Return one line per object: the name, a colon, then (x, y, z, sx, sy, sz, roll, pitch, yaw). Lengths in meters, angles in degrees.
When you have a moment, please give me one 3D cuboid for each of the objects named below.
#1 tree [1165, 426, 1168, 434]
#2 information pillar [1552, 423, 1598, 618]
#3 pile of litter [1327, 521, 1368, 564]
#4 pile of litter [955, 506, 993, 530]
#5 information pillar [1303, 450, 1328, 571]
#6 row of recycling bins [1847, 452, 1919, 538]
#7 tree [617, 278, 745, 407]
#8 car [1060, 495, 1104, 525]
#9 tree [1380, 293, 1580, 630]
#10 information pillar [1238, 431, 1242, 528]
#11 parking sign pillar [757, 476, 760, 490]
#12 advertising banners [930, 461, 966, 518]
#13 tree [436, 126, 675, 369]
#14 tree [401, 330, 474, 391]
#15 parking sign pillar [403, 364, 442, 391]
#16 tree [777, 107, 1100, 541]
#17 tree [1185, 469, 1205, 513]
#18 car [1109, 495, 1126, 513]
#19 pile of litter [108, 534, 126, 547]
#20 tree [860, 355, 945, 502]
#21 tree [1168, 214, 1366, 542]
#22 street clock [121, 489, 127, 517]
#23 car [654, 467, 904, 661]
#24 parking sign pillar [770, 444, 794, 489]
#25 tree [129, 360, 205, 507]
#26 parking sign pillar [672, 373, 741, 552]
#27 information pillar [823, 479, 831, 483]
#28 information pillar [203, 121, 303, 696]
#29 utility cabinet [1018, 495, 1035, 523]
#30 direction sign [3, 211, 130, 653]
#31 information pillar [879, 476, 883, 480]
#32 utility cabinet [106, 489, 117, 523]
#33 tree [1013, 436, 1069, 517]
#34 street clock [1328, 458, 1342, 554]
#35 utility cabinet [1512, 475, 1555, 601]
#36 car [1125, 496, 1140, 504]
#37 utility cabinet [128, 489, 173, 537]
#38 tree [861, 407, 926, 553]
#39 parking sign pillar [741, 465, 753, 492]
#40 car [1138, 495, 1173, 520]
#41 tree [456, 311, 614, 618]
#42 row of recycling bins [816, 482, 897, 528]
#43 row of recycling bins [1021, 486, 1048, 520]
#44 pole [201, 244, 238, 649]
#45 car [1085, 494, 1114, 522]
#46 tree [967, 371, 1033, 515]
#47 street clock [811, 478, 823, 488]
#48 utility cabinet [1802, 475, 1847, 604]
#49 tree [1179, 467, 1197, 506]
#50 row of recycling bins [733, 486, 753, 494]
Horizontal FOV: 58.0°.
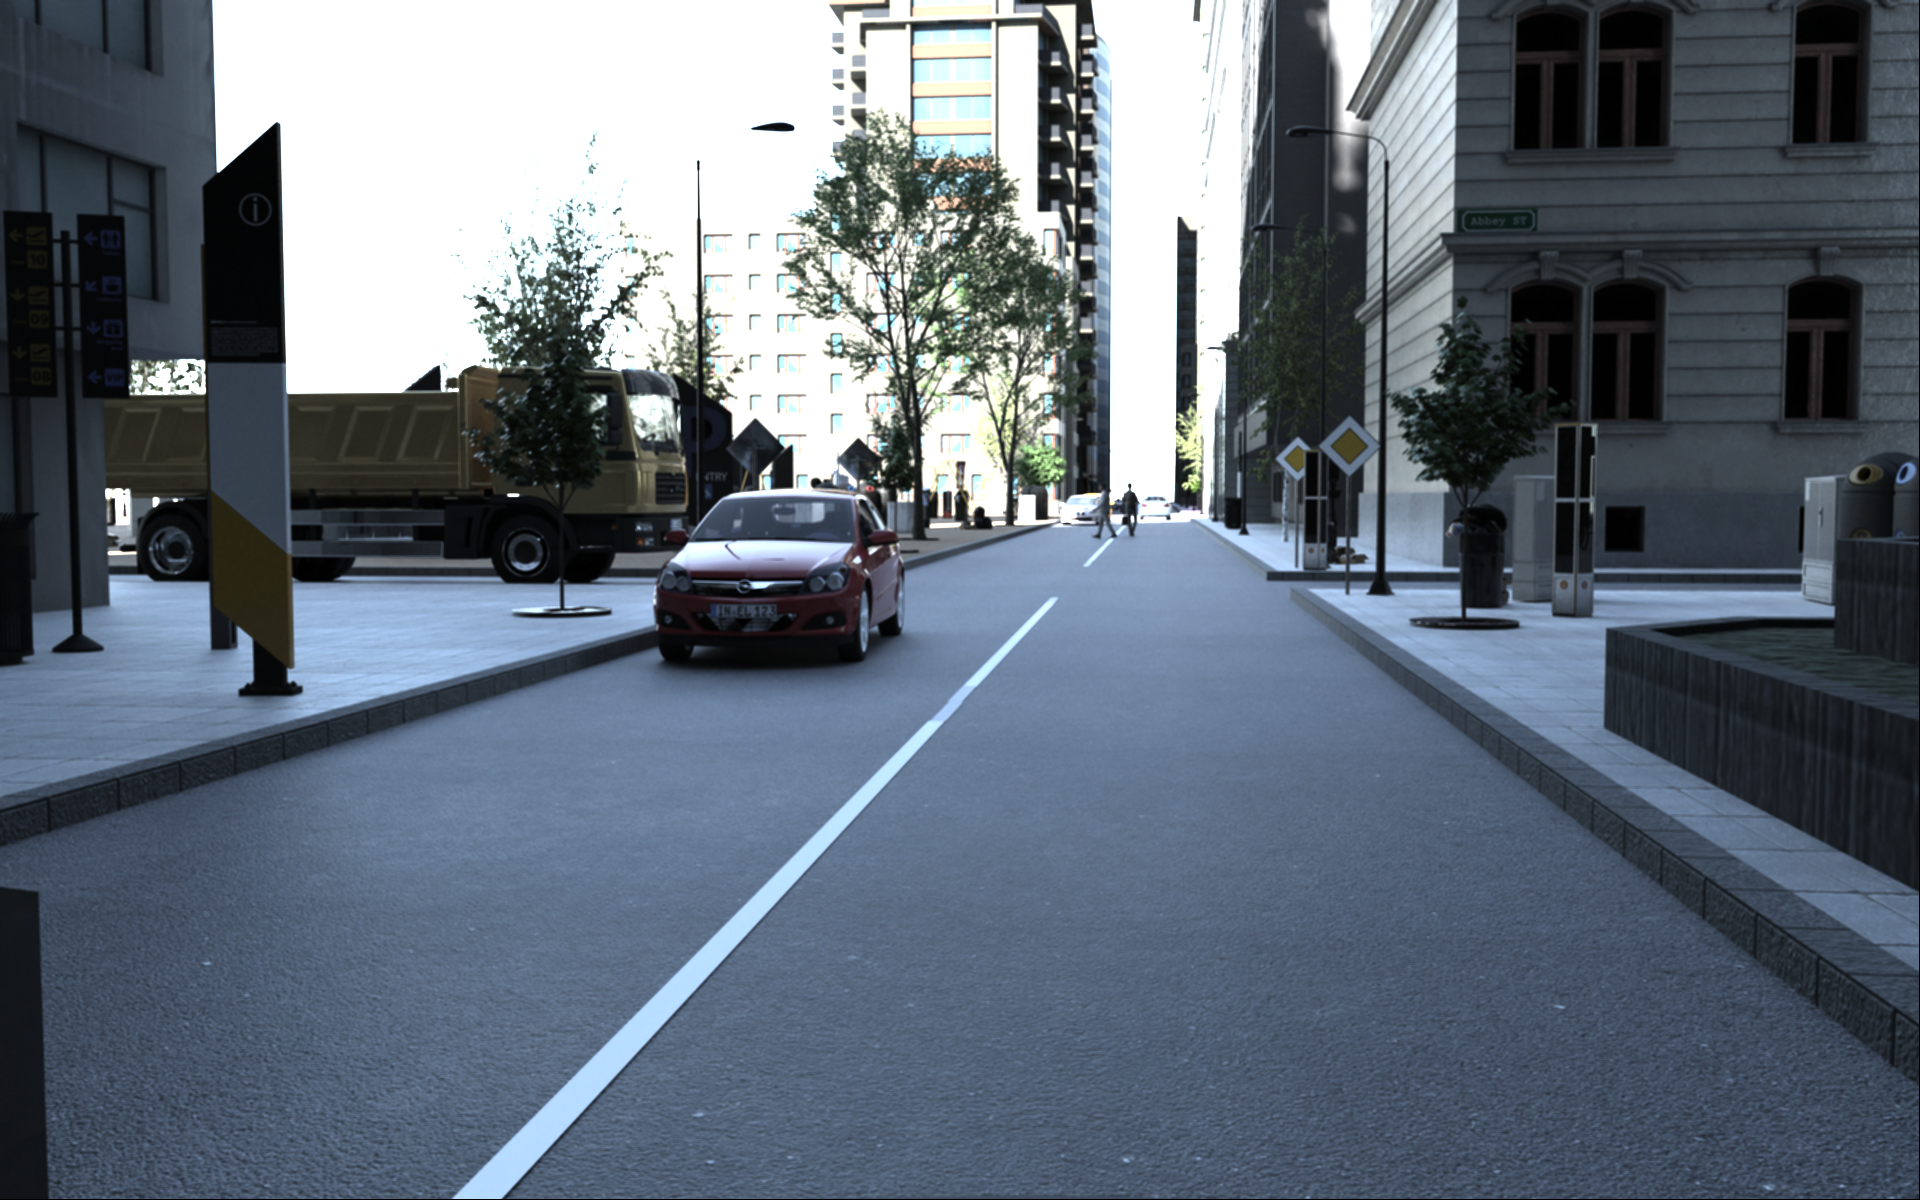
tree: (15.711, -9.887, 112.017, 4.737, 8.622, 4.395, 0, 3, 0)
information pillar: (6.418, -0.832, 18.092, 0.304, 2.012, 0.304, -2, 4, -33)
pile of litter: (7.073, -1.126, 32.369, 1.176, 0.858, 1.719, 2, 4, 32)
pile of litter: (0.493, -3.016, 63.284, 1.719, 0.858, 1.176, -2, 4, -33)
information pillar: (5.966, -1.502, 29.053, 0.304, 2.012, 0.304, 3, 4, 39)
row of recycling bins: (9.118, -0.533, 15.832, 1.069, 1.692, 3.534, 0, 4, 6)
tree: (-9.358, -6.674, 59.488, 4.737, 8.622, 4.395, 0, 3, 0)
car: (5.769, -4.203, 81.088, 2.083, 1.381, 4.827, 0, 4, 7)
tree: (4.843, -1.363, 16.893, 1.663, 3.219, 1.824, 0, 3, 0)
information pillar: (10.492, -4.505, 65.008, 0.183, 3.616, 0.504, 0, 4, 4)
parking sign pillar: (-12.068, -6.723, 98.395, 1.447, 3.967, 1.447, -1, 4, -17)
advertising banners: (-0.695, -5.852, 91.875, 2.074, 3.025, 0.090, 1, 4, 12)
tree: (-7.808, -5.116, 34.009, 4.360, 8.622, 3.978, 0, 3, 0)
tree: (-23.597, -7.815, 78.139, 4.737, 8.622, 4.395, 0, 3, 0)
parking sign pillar: (-11.295, -2.883, 35.607, 1.447, 3.967, 1.447, 2, 4, 35)
tree: (-1.318, -7.470, 47.896, 9.928, 11.665, 9.643, 0, 3, 0)
tree: (16.034, -7.487, 117.021, 1.663, 3.219, 1.824, 0, 3, 0)
car: (11.798, -7.374, 133.142, 1.945, 1.354, 3.894, 0, 4, 8)
pile of litter: (-21.082, -1.737, 42.361, 1.176, 0.858, 1.719, 1, 4, 20)
tree: (-2.898, -8.491, 89.194, 4.360, 8.622, 3.978, 0, 3, 0)
tree: (8.941, -5.889, 46.647, 4.737, 8.622, 4.395, 0, 3, 0)
street clock: (-46.185, -5.575, 95.720, 0.471, 2.002, 0.358, -3, 5, -41)
car: (-1.591, -0.441, 16.247, 2.155, 1.783, 4.494, 0, 4, 5)
parking sign pillar: (-9.509, -6.357, 92.410, 1.447, 3.967, 1.447, 3, 5, 44)
tree: (-24.502, -6.010, 48.634, 4.360, 8.622, 3.978, 0, 3, 0)
parking sign pillar: (-5.710, -3.064, 38.572, 1.447, 3.967, 1.447, -1, 4, -11)
information pillar: (-6.421, -4.841, 83.637, 0.304, 2.012, 0.304, 1, 4, 17)
information pillar: (-4.500, -1.201, 10.991, 0.504, 3.616, 0.183, 0, 4, -2)
utility cabinet: (2.974, -4.043, 77.257, 0.306, 1.237, 1.020, -2, 4, -27)
direction sign: (-7.218, -1.350, 14.069, 0.876, 3.537, 0.379, -1, 4, -18)
information pillar: (-2.869, -3.753, 65.850, 0.304, 2.012, 0.304, -3, 4, -36)
utility cabinet: (-37.358, -4.126, 76.140, 0.318, 1.500, 1.173, -3, 4, -38)
tree: (4.499, -6.941, 97.201, 4.285, 4.588, 4.351, 0, 3, 0)
street clock: (7.373, -1.817, 34.284, 0.358, 2.002, 0.471, 1, 4, 10)
utility cabinet: (7.102, -0.744, 20.848, 1.173, 1.500, 0.318, -3, 5, -43)
car: (24.294, -14.173, 244.090, 2.083, 1.381, 4.827, 0, 4, 8)
utility cabinet: (-24.179, -2.634, 51.737, 1.173, 1.500, 0.318, -3, 5, -43)
tree: (-1.332, -2.665, 38.178, 1.663, 3.219, 1.824, 0, 3, 0)
parking sign pillar: (-11.951, -6.312, 91.668, 1.447, 3.967, 1.447, -1, 4, -20)
car: (10.793, -5.125, 95.791, 2.014, 1.417, 4.499, 0, 4, 6)
tree: (-4.238, -1.463, 18.526, 1.663, 3.219, 1.824, 0, 3, 0)
row of recycling bins: (-3.785, -3.392, 62.565, 3.534, 1.692, 1.069, -3, 5, -42)
row of recycling bins: (3.709, -4.891, 87.088, 1.069, 1.692, 3.534, 0, 4, -7)
pole: (-6.109, -1.250, 14.284, 0.158, 3.312, 0.155, 0, 3, 0)
car: (6.996, -4.879, 89.994, 2.015, 1.641, 3.980, 0, 4, 5)
tree: (2.451, -9.398, 104.019, 4.737, 8.622, 4.395, 0, 3, 0)
street clock: (-6.435, -4.454, 77.390, 0.358, 2.002, 0.471, 3, 4, 38)
utility cabinet: (10.238, -0.715, 20.371, 0.318, 1.500, 1.173, 1, 4, 10)
tree: (25.903, -12.841, 193.670, 4.285, 4.588, 4.351, 0, 3, 0)
row of recycling bins: (-11.785, -4.844, 86.311, 3.534, 1.692, 1.069, 0, 4, 0)
